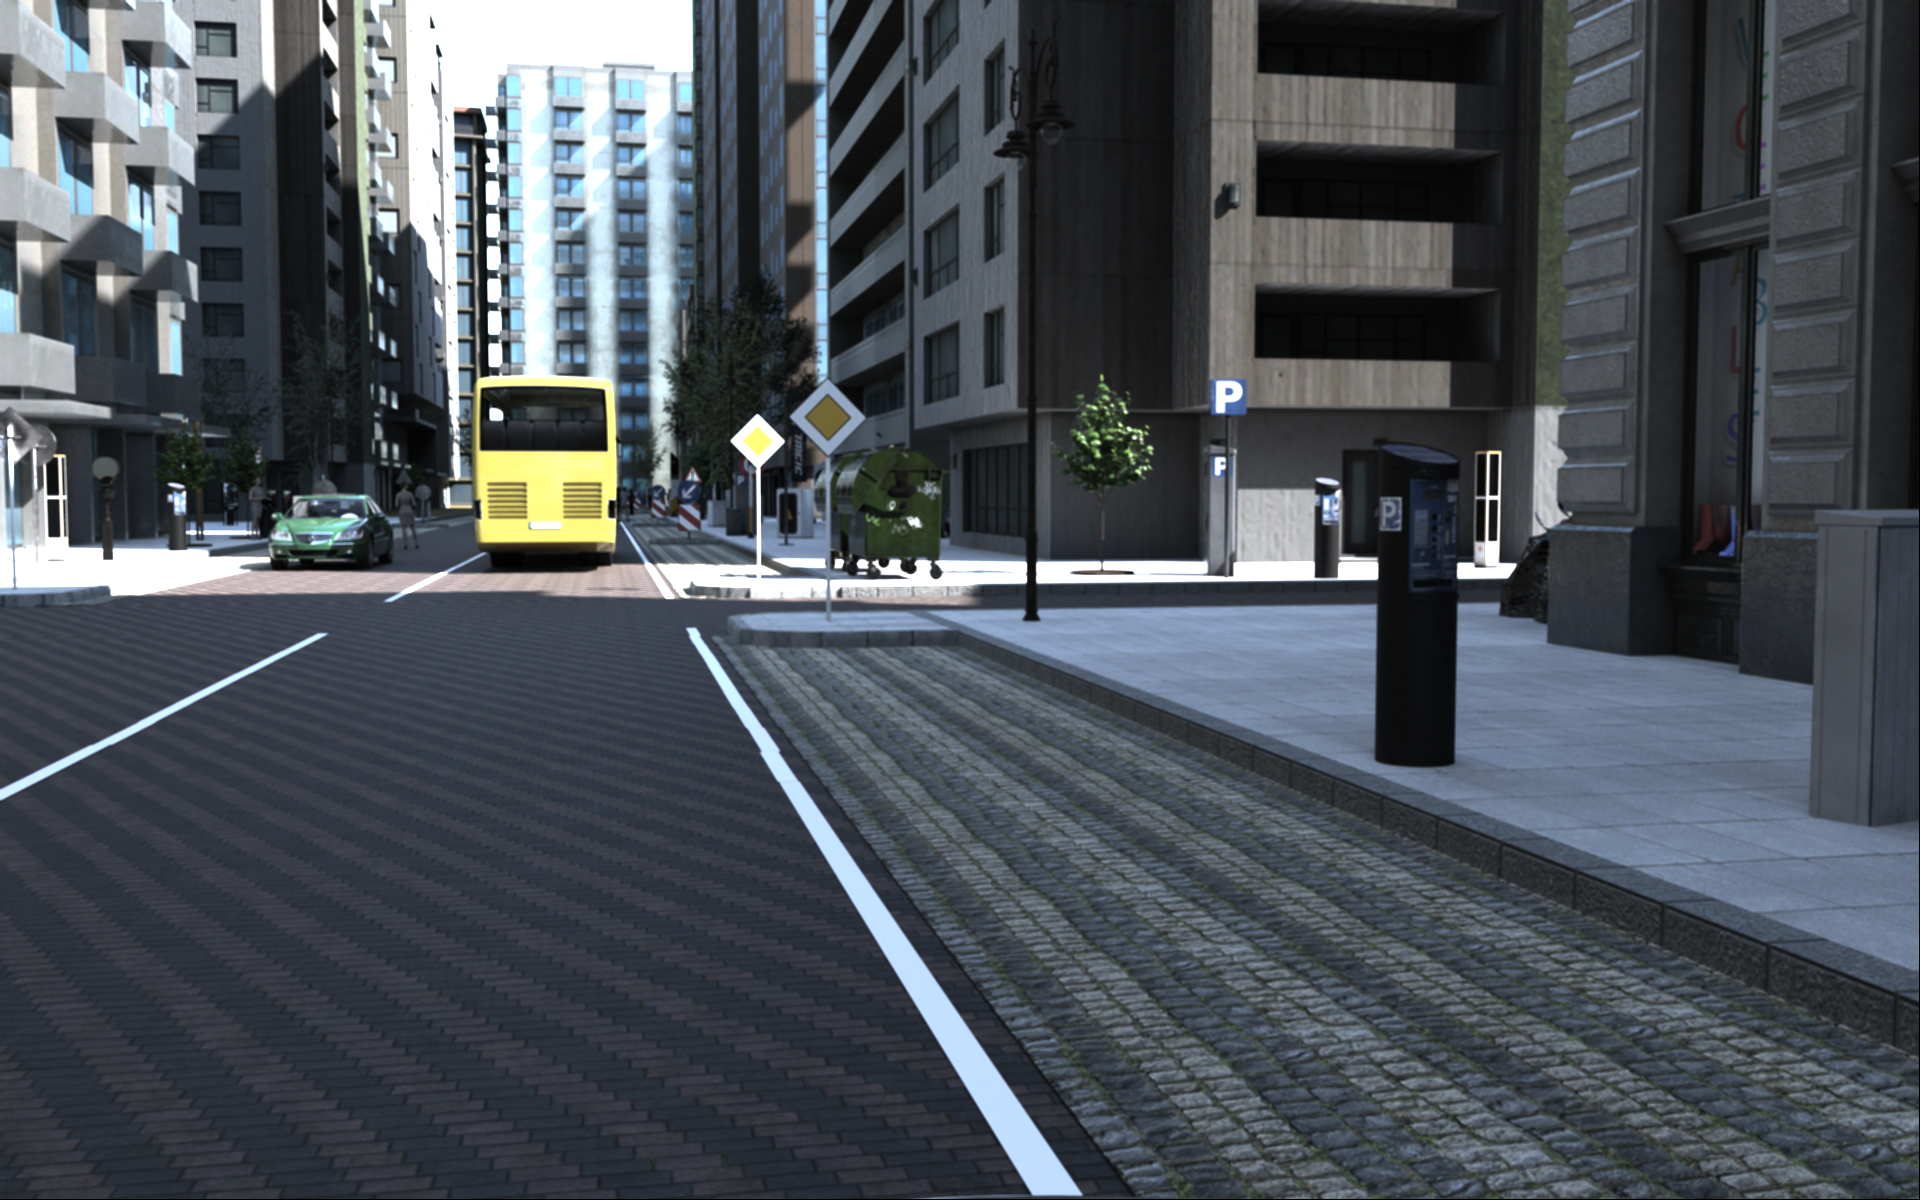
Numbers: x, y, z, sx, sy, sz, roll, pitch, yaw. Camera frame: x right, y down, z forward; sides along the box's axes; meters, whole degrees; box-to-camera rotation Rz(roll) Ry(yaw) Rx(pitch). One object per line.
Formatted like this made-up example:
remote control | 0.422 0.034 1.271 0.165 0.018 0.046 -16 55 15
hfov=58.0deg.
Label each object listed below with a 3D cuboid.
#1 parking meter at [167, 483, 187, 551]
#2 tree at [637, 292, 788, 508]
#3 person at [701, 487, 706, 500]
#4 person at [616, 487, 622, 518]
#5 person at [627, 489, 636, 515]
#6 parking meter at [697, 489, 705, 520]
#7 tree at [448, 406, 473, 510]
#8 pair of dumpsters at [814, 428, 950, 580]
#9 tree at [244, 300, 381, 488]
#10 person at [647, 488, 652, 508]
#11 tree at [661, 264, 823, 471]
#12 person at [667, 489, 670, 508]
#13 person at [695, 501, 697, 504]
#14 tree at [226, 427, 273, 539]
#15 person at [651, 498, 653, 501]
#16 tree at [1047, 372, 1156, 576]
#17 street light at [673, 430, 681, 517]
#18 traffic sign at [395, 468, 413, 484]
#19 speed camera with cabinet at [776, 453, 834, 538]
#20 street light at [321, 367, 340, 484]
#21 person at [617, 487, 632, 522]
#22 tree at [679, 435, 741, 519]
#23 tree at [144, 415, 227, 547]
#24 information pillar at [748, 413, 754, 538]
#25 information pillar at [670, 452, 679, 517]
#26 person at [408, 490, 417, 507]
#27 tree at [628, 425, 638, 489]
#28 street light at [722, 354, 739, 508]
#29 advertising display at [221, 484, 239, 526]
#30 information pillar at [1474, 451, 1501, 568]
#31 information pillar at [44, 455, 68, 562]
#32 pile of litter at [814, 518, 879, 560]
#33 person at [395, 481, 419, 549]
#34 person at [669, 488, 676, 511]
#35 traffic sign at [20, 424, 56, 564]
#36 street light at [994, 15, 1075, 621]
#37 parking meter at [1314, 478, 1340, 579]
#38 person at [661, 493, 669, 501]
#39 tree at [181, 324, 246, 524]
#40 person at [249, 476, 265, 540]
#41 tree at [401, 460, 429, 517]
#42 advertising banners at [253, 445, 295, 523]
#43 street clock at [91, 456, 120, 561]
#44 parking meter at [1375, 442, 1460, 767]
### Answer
parking meter | -17.633 -1.872 39.017 0.372 1.533 0.369 0 3 0
tree | -8.420 -6.861 62.532 4.737 8.622 4.395 0 3 0
person | -17.200 -6.712 115.793 0.705 1.824 1.348 -1 4 -15
person | -20.715 -5.941 105.264 0.705 1.869 1.348 0 4 -5
person | -22.419 -6.689 118.004 0.705 1.807 1.348 1 4 19
parking meter | -12.916 -4.771 86.418 0.372 1.533 0.369 0 3 0
tree | -39.179 -11.602 140.058 4.737 8.622 4.395 0 3 0
pair of dumpsters | -1.287 -1.542 27.706 1.574 2.255 4.437 -1 4 -12
tree | -24.444 -7.103 66.492 4.360 8.622 3.978 0 3 0
person | -28.524 -9.367 159.151 0.705 1.831 1.348 0 4 4
tree | -8.623 -8.287 69.905 7.601 10.594 8.767 0 4 -1
person | -27.491 -9.593 163.448 0.434 1.755 0.990 0 4 8
person | -14.784 -5.650 98.230 0.655 1.846 0.447 -3 4 -37
tree | -20.702 -3.384 49.934 1.663 3.219 1.824 0 3 0
person | -29.995 -9.915 168.670 0.721 1.766 1.217 1 4 19
tree | 2.155 -2.019 27.610 1.663 3.219 1.824 0 3 0
street light | -16.009 -7.667 98.150 0.468 5.910 1.993 -1 4 -12
traffic sign | -28.202 -5.374 87.866 0.884 2.594 0.081 -1 4 -11
speed camera with cabinet | -4.378 -3.425 50.333 2.038 3.252 0.660 2 4 32
street light | -22.932 -5.531 63.220 0.468 5.910 1.993 -1 4 -12
person | -17.311 -4.912 89.091 0.850 1.792 0.678 -3 5 -41
tree | -12.772 -6.458 89.296 4.285 4.588 4.351 0 3 0
tree | -18.956 -2.910 42.183 1.663 3.219 1.824 0 3 0
information pillar | -6.108 -3.616 50.477 0.183 3.616 0.504 0 4 -7
information pillar | -15.943 -6.448 96.773 0.504 3.616 0.183 -2 4 -35
person | -32.174 -5.823 101.703 0.568 1.767 0.683 -2 4 -32
tree | -31.574 -13.717 174.630 4.737 8.622 4.395 0 3 0
street light | -7.574 -5.174 57.385 0.468 5.910 1.993 -1 4 -12
advertising display | -29.794 -4.003 70.661 0.123 1.923 0.974 1 4 12
information pillar | 9.133 -1.560 30.005 0.304 2.012 0.304 -2 4 -27
information pillar | -17.047 -1.723 32.655 0.304 2.012 0.304 -1 4 -12
pile of litter | -2.059 -1.262 34.600 1.176 0.858 1.719 2 4 25
person | -14.452 -2.227 45.255 0.599 1.781 0.374 -2 4 -26
person | -21.182 -7.380 127.369 0.621 1.740 0.551 2 4 30
traffic sign | -16.849 -1.923 31.552 0.768 2.556 0.104 0 4 -3
street light | 0.725 -2.728 17.388 0.468 5.910 1.993 -1 4 -12
parking meter | 5.590 -1.099 26.379 0.372 1.533 0.369 0 3 0
person | -25.841 -8.834 150.491 1.348 1.822 0.705 -2 4 -31
tree | -31.564 -7.605 74.702 4.360 8.622 3.978 0 3 0
person | -19.612 -2.566 48.343 0.374 1.781 0.599 1 4 16
tree | -30.785 -6.290 97.446 1.663 3.219 1.824 0 3 0
advertising banners | -24.359 -3.988 61.384 2.074 3.025 0.090 2 4 27
street clock | -16.430 -1.760 33.345 0.471 2.002 0.358 -1 4 -20
parking meter | 2.183 0.009 8.270 0.372 1.533 0.369 0 3 0
